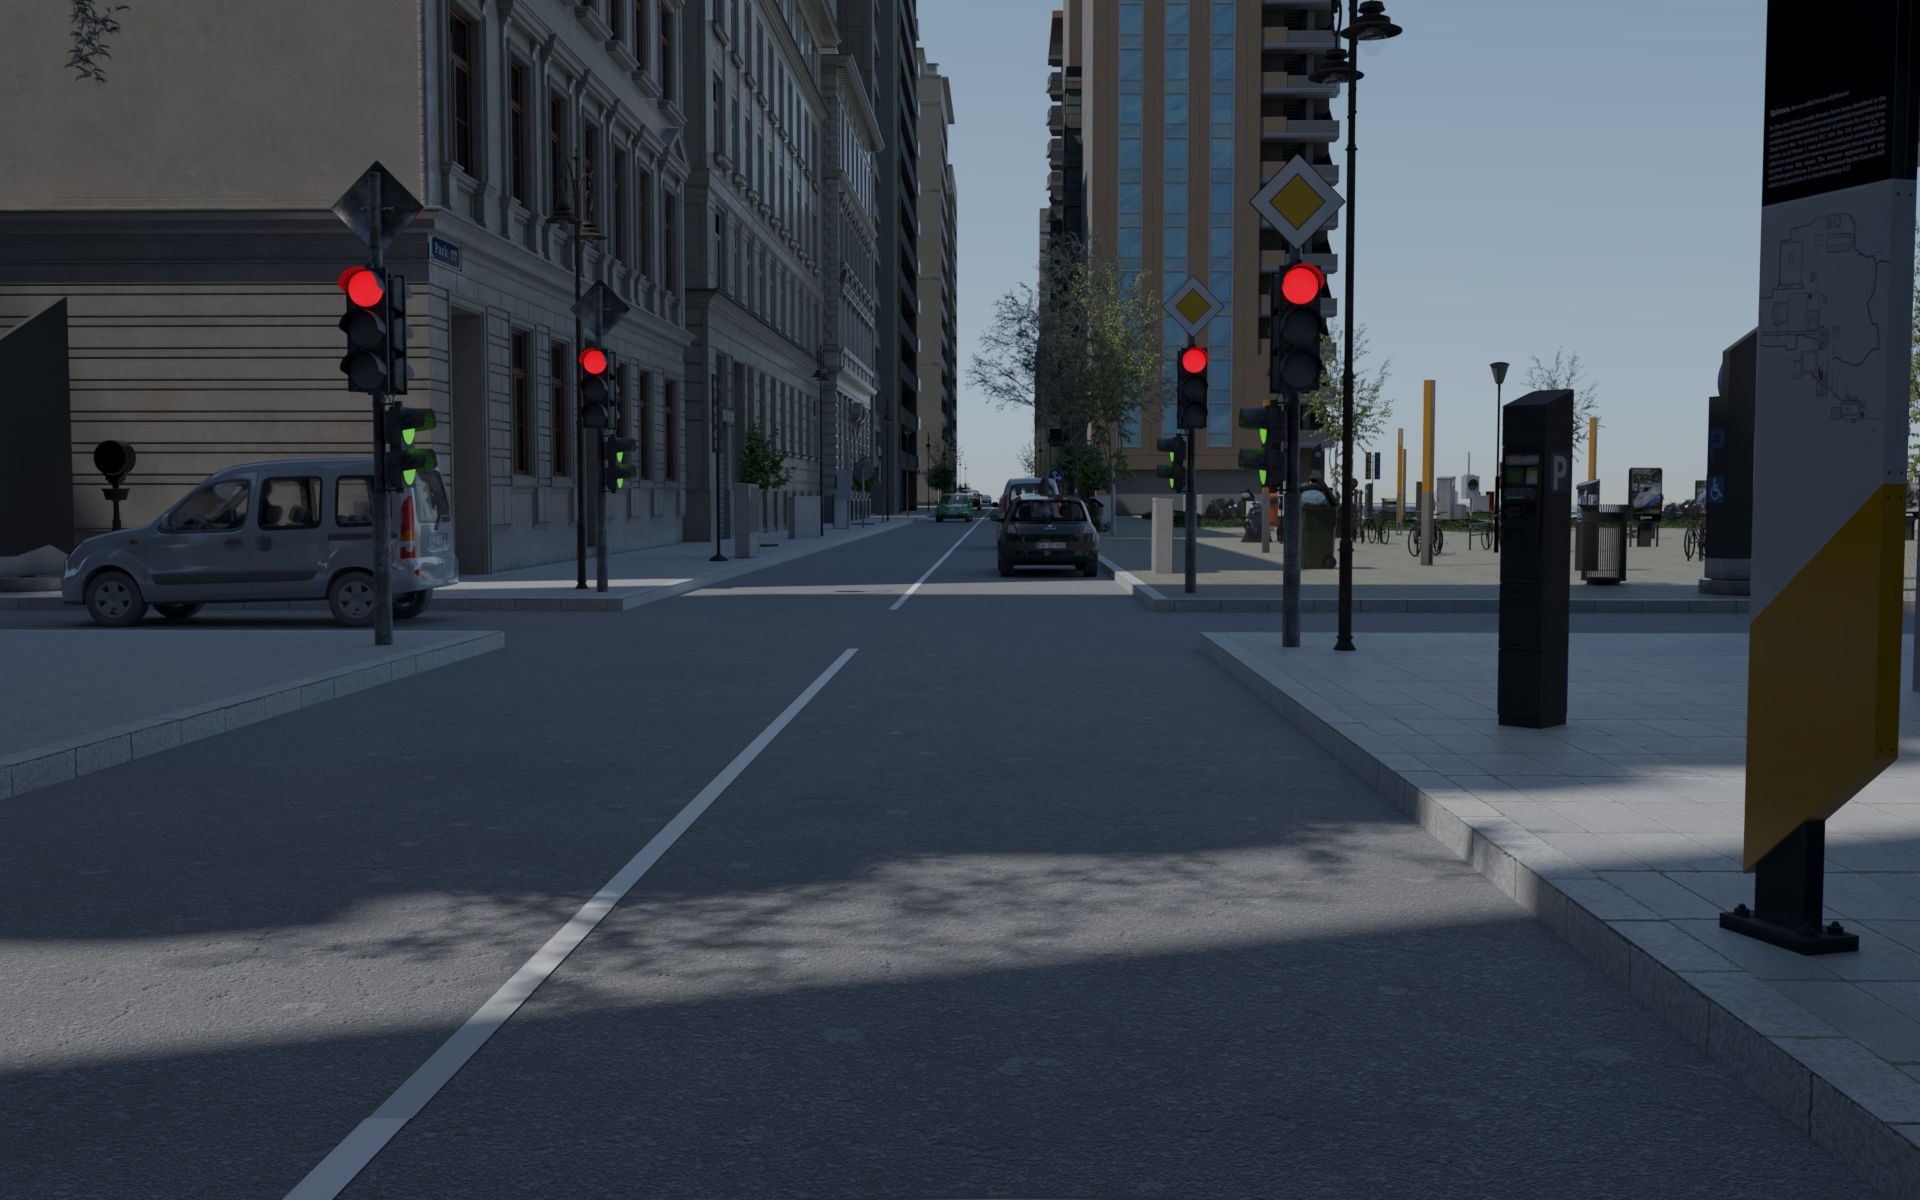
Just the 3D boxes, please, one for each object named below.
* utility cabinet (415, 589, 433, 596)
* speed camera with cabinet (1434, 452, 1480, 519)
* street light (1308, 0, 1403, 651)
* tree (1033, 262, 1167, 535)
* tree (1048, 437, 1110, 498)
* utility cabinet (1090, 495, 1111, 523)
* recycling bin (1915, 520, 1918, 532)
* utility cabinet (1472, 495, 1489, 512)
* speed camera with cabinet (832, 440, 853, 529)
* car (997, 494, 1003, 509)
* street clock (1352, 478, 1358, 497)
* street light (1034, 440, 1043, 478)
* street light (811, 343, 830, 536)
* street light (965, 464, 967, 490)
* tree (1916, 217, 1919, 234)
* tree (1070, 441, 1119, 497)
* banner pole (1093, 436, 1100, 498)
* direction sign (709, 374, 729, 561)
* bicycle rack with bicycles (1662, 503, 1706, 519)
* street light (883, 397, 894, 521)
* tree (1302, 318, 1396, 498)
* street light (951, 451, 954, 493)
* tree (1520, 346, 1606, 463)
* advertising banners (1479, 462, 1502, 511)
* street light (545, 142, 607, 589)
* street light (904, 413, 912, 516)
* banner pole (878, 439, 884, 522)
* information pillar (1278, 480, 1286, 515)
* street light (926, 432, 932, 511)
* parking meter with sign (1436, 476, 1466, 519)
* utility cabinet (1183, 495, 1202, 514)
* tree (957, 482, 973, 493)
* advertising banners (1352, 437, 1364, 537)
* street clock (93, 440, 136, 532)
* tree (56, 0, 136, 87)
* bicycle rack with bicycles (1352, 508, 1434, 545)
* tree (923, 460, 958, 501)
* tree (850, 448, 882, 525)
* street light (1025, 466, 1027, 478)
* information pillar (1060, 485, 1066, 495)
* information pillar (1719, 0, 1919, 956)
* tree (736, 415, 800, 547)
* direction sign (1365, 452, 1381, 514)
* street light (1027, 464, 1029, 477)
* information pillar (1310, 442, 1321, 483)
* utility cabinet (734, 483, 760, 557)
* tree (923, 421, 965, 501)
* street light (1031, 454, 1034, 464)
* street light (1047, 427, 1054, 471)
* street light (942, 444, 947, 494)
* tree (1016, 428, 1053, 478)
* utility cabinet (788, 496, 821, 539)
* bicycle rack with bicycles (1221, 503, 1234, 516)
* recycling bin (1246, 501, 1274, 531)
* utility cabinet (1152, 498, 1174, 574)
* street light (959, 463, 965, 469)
[{"bbox_3d":[-7.210,-0.664,22.023,1.020,1.237,0.306,1,4,21],"label":"utility cabinet"},{"bbox_3d":[23.329,-5.321,81.339,2.038,3.252,0.660,-1,4,-10],"label":"speed camera with cabinet"},{"bbox_3d":[3.166,-2.525,14.076,0.468,5.910,1.993,0,4,2],"label":"street light"},{"bbox_3d":[4.630,-6.352,54.215,4.737,8.622,4.395,0,3,0],"label":"tree"},{"bbox_3d":[6.144,-6.534,90.545,4.285,4.588,4.351,0,3,0],"label":"tree"},{"bbox_3d":[6.307,-4.038,77.182,1.020,1.237,0.306,-2,4,-24],"label":"utility cabinet"},{"bbox_3d":[32.690,-2.868,59.448,0.722,1.027,0.722,3,5,42],"label":"recycling bin"},{"bbox_3d":[27.244,-4.876,90.885,1.020,1.237,0.306,-1,4,-19],"label":"utility cabinet"},{"bbox_3d":[-4.361,-4.248,63.792,0.660,3.252,2.038,-1,4,-8],"label":"speed camera with cabinet"},{"bbox_3d":[4.637,-9.693,168.267,2.009,1.686,4.222,0,4,1],"label":"car"},{"bbox_3d":[17.612,-4.477,77.774,0.358,2.002,0.471,-3,5,-41],"label":"street clock"},{"bbox_3d":[6.655,-10.465,143.891,0.468,5.910,1.993,0,4,2],"label":"street light"},{"bbox_3d":[-4.258,-4.912,53.092,0.468,5.910,1.993,0,4,2],"label":"street light"},{"bbox_3d":[0.802,-16.438,241.544,0.468,5.910,1.993,0,4,2],"label":"street light"},{"bbox_3d":[23.568,-5.552,41.146,4.737,8.622,4.395,0,3,0],"label":"tree"},{"bbox_3d":[4.569,-4.074,61.214,1.663,3.219,1.824,0,3,0],"label":"tree"},{"bbox_3d":[5.697,-5.031,72.266,0.401,3.779,0.863,-1,4,-18],"label":"banner pole"},{"bbox_3d":[-4.625,-2.513,33.086,0.379,3.537,0.876,0,4,4],"label":"direction sign"},{"bbox_3d":[27.903,-3.312,67.535,2.852,0.926,2.925,2,4,32],"label":"bicycle rack with bicycles"},{"bbox_3d":[-3.446,-6.714,82.565,0.468,5.910,1.993,0,4,2],"label":"street light"},{"bbox_3d":[16.149,-7.527,73.427,4.737,8.622,4.395,0,3,0],"label":"tree"},{"bbox_3d":[-0.823,-12.840,182.716,0.468,5.910,1.993,0,4,2],"label":"street light"},{"bbox_3d":[30.008,-8.369,87.189,4.360,8.622,3.978,0,3,0],"label":"tree"},{"bbox_3d":[28.872,-6.007,94.406,2.074,3.025,0.090,3,4,37],"label":"advertising banners"},{"bbox_3d":[-5.118,-3.087,23.265,0.468,5.910,1.993,0,4,2],"label":"street light"},{"bbox_3d":[-3.003,-7.744,99.407,0.468,5.910,1.993,0,4,2],"label":"street light"},{"bbox_3d":[-3.551,-5.381,77.998,0.401,3.779,0.863,1,4,17],"label":"banner pole"},{"bbox_3d":[16.608,-5.192,89.374,0.304,2.012,0.304,2,4,26],"label":"information pillar"},{"bbox_3d":[-2.341,-9.544,128.825,0.468,5.910,1.993,0,4,2],"label":"street light"},{"bbox_3d":[20.444,-4.684,72.852,1.738,3.016,0.543,3,5,42],"label":"parking meter with sign"},{"bbox_3d":[13.093,-5.272,97.356,1.020,1.237,0.306,0,4,-1],"label":"utility cabinet"},{"bbox_3d":[0.757,-15.425,246.793,1.663,3.219,1.824,0,3,0],"label":"tree"},{"bbox_3d":[12.053,-3.457,52.706,0.090,3.025,2.074,0,4,3],"label":"advertising banners"},{"bbox_3d":[-11.347,-1.145,23.299,0.471,2.002,0.358,0,4,5],"label":"street clock"},{"bbox_3d":[-6.154,-5.951,7.670,12.009,13.543,11.850,0,3,0],"label":"tree"},{"bbox_3d":[11.231,-1.931,44.958,2.852,0.926,2.925,1,4,16],"label":"bicycle rack with bicycles"},{"bbox_3d":[-1.880,-11.198,166.807,4.285,4.588,4.351,0,3,0],"label":"tree"},{"bbox_3d":[-4.118,-4.797,73.026,1.663,3.219,1.824,0,3,0],"label":"tree"},{"bbox_3d":[8.910,-15.495,226.131,0.468,5.910,1.993,0,4,2],"label":"street light"},{"bbox_3d":[5.702,-5.602,96.081,0.304,2.012,0.304,-1,4,-9],"label":"information pillar"},{"bbox_3d":[2.410,-0.823,4.806,0.183,3.616,0.504,-1,4,-17],"label":"information pillar"},{"bbox_3d":[-5.015,-2.924,42.417,1.663,3.219,1.824,0,3,0],"label":"tree"},{"bbox_3d":[22.241,-6.199,93.348,0.876,3.537,0.379,-1,4,-14],"label":"direction sign"},{"bbox_3d":[8.161,-13.696,196.715,0.468,5.910,1.993,0,4,2],"label":"street light"},{"bbox_3d":[16.054,-5.309,78.159,0.504,3.616,0.183,0,4,-8],"label":"information pillar"},{"bbox_3d":[-4.296,-1.614,35.060,0.318,1.500,1.173,0,4,3],"label":"utility cabinet"},{"bbox_3d":[-1.928,-13.562,172.102,4.360,8.622,3.978,0,3,0],"label":"tree"},{"bbox_3d":[7.564,-12.264,173.303,0.468,5.910,1.993,0,4,2],"label":"street light"},{"bbox_3d":[5.949,-8.630,113.883,0.468,5.910,1.993,0,4,2],"label":"street light"},{"bbox_3d":[-1.425,-11.363,158.568,0.468,5.910,1.993,0,4,2],"label":"street light"},{"bbox_3d":[8.272,-14.397,185.760,4.360,8.622,3.978,0,3,0],"label":"tree"},{"bbox_3d":[-4.475,-2.360,49.749,0.306,1.237,1.020,3,5,43],"label":"utility cabinet"},{"bbox_3d":[12.231,-3.708,74.014,2.852,0.926,2.925,1,4,11],"label":"bicycle rack with bicycles"},{"bbox_3d":[10.393,-2.897,59.917,0.722,1.027,0.722,-2,4,-26],"label":"recycling bin"},{"bbox_3d":[3.321,-1.052,28.368,0.306,1.237,1.020,0,4,3],"label":"utility cabinet"},{"bbox_3d":[0.017,-14.639,212.129,0.468,5.910,1.993,0,4,2],"label":"street light"}]
